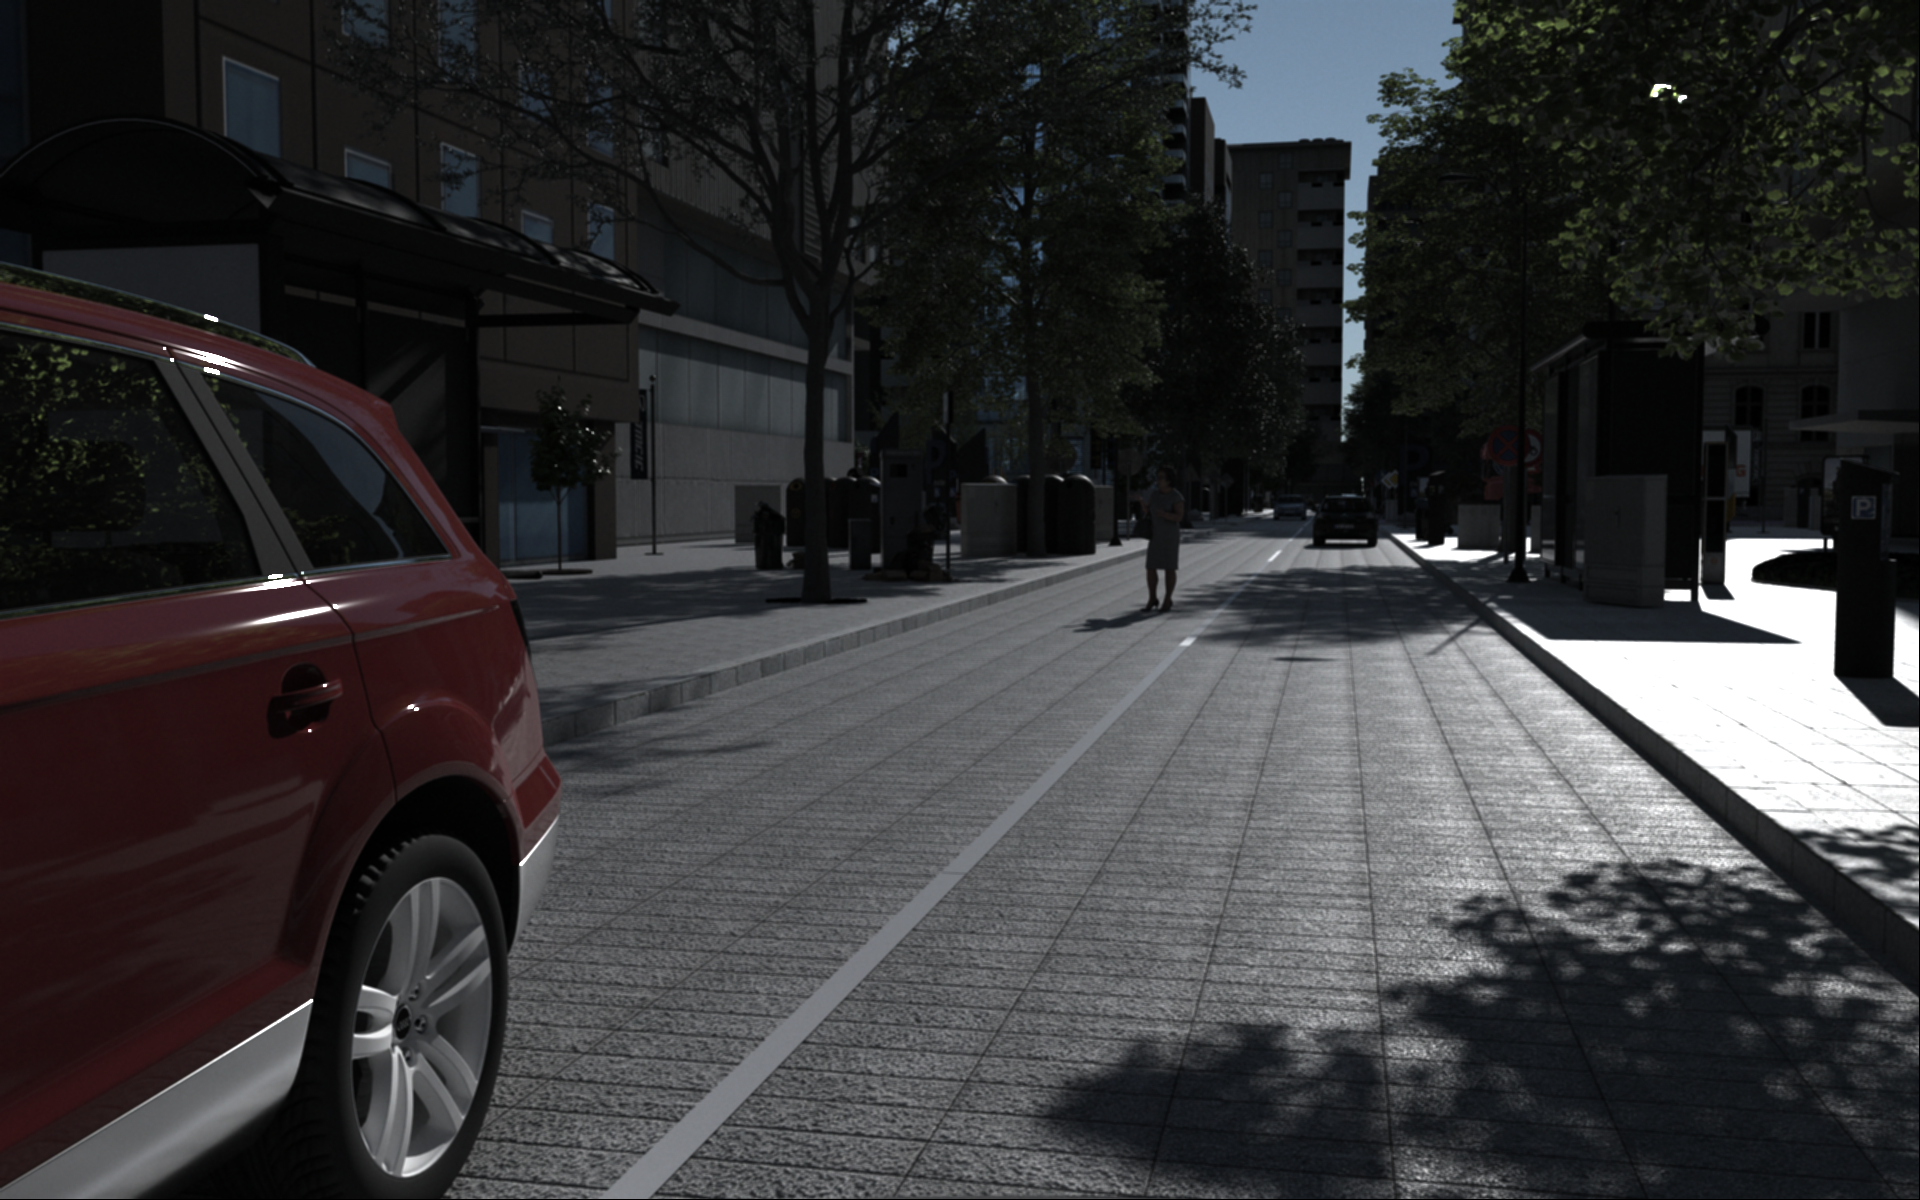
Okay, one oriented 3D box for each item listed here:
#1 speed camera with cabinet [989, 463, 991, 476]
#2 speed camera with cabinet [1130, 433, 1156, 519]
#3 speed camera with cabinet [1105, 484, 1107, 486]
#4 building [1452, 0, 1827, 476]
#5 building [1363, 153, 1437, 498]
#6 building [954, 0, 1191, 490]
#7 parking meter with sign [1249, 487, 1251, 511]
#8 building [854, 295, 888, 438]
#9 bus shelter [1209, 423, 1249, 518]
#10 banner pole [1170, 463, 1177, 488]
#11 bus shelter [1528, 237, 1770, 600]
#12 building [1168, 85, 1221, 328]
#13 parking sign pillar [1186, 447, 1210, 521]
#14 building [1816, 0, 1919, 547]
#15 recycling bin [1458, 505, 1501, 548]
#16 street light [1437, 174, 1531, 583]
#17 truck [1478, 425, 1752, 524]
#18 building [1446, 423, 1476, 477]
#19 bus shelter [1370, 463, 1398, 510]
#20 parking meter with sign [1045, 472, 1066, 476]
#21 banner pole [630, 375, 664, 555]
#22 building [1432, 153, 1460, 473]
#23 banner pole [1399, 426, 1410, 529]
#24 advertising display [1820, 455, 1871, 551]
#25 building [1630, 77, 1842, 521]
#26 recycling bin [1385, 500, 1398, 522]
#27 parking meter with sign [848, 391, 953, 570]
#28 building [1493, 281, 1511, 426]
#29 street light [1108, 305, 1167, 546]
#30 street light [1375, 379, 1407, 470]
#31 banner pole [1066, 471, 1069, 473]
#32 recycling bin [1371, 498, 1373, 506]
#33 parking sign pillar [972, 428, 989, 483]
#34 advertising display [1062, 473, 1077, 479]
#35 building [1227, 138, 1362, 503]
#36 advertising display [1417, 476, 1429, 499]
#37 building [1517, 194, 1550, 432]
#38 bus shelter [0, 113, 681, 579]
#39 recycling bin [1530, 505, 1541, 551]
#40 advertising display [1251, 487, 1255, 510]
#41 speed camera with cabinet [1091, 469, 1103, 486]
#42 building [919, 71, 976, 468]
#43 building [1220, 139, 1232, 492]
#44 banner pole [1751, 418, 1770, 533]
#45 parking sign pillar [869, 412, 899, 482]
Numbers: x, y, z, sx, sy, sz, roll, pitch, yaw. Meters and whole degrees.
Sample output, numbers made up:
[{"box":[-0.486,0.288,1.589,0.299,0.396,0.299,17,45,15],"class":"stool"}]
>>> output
[{"box":[1.675,-7.134,110.976,0.660,3.252,2.038,0,4,-5],"class":"speed camera with cabinet"},{"box":[6.031,-3.735,55.401,0.660,3.252,2.038,2,4,31],"class":"speed camera with cabinet"},{"box":[11.947,-9.068,142.602,0.660,3.252,2.038,-1,4,-13],"class":"speed camera with cabinet"},{"box":[61.891,-35.128,163.582,28.713,52.752,27.495,1,4,12],"class":"building"},{"box":[68.854,-38.168,247.745,21.600,48.544,21.300,1,4,12],"class":"building"},{"box":[12.466,-52.485,170.800,22.319,86.520,31.000,1,4,12],"class":"building"},{"box":[22.197,-8.418,133.893,0.543,3.016,1.738,0,4,-1],"class":"parking meter with sign"},{"box":[-20.590,-36.522,220.843,21.600,48.544,21.300,1,4,12],"class":"building"},{"box":[15.228,-7.350,97.810,2.179,5.291,8.768,1,4,12],"class":"bus shelter"},{"box":[10.013,-5.530,80.432,0.863,3.779,0.401,1,4,12],"class":"banner pole"},{"box":[9.491,-2.896,24.984,2.179,5.291,8.768,1,4,12],"class":"bus shelter"},{"box":[20.785,-33.225,193.337,14.600,45.320,14.200,1,4,12],"class":"building"},{"box":[10.814,-5.710,81.823,1.447,3.967,1.447,-3,5,-43],"class":"parking sign pillar"},{"box":[33.895,-27.265,35.014,28.713,52.752,27.495,1,4,12],"class":"building"},{"box":[12.424,-1.768,41.465,0.722,1.027,0.722,-2,4,-26],"class":"recycling bin"},{"box":[7.610,-3.219,25.171,1.470,5.913,1.316,1,4,12],"class":"street light"},{"box":[26.936,-5.130,72.789,11.283,4.237,2.839,1,4,13],"class":"truck"},{"box":[63.387,-45.831,187.592,20.563,71.187,20.611,1,4,12],"class":"building"},{"box":[28.449,-7.446,115.659,2.014,3.302,5.546,1,4,12],"class":"bus shelter"},{"box":[8.173,-9.489,151.400,1.738,3.016,0.543,1,4,20],"class":"parking meter with sign"},{"box":[-6.624,-2.838,36.417,0.401,3.779,0.863,3,5,39],"class":"banner pole"},{"box":[63.537,-31.963,206.193,14.154,41.232,14.086,1,4,12],"class":"building"},{"box":[16.439,-4.520,63.920,0.401,3.779,0.863,1,4,13],"class":"banner pole"},{"box":[14.670,-1.438,28.728,0.123,1.923,0.974,-1,4,-13],"class":"advertising display"},{"box":[47.916,-16.362,86.610,34.723,24.649,14.460,1,4,12],"class":"building"},{"box":[19.959,-4.092,79.456,0.722,1.027,0.722,2,4,28],"class":"recycling bin"},{"box":[-1.016,-2.029,29.432,1.738,3.016,0.543,-1,4,-10],"class":"parking meter with sign"},{"box":[47.751,-19.052,130.588,14.460,24.649,34.723,1,4,12],"class":"building"},{"box":[4.394,-4.294,42.743,1.470,5.913,1.316,1,4,12],"class":"street light"},{"box":[17.458,-5.959,69.967,1.470,5.913,1.316,1,4,12],"class":"street light"},{"box":[6.206,-6.720,99.885,0.401,3.779,0.863,0,4,-8],"class":"banner pole"},{"box":[29.376,-6.775,123.331,0.722,1.027,0.722,2,4,28],"class":"recycling bin"},{"box":[0.555,-5.051,71.062,1.447,3.967,1.447,3,4,36],"class":"parking sign pillar"},{"box":[3.265,-2.986,54.040,0.974,1.923,0.123,-3,4,-36],"class":"advertising display"},{"box":[45.754,-40.835,256.892,27.495,52.752,28.713,1,4,12],"class":"building"},{"box":[17.036,-3.519,62.742,0.974,1.923,0.123,-1,4,-8],"class":"advertising display"},{"box":[39.132,-15.659,105.173,9.793,20.994,18.267,1,4,12],"class":"building"},{"box":[-3.894,-1.103,11.957,2.014,3.302,5.546,1,4,12],"class":"bus shelter"},{"box":[13.315,-1.609,38.855,0.722,1.027,0.722,-2,4,-24],"class":"recycling bin"},{"box":[23.275,-8.099,137.637,0.123,1.923,0.974,0,4,-4],"class":"advertising display"},{"box":[8.175,-6.756,104.800,0.660,3.252,2.038,1,4,8],"class":"speed camera with cabinet"},{"box":[4.079,-38.105,212.251,27.495,52.752,28.713,1,4,12],"class":"building"},{"box":[26.056,-34.576,215.430,14.200,45.320,14.600,1,4,12],"class":"building"},{"box":[26.381,-4.105,57.131,0.401,3.779,0.863,-1,4,-17],"class":"banner pole"},{"box":[-2.461,-4.137,56.116,1.447,3.967,1.447,2,4,26],"class":"parking sign pillar"}]
